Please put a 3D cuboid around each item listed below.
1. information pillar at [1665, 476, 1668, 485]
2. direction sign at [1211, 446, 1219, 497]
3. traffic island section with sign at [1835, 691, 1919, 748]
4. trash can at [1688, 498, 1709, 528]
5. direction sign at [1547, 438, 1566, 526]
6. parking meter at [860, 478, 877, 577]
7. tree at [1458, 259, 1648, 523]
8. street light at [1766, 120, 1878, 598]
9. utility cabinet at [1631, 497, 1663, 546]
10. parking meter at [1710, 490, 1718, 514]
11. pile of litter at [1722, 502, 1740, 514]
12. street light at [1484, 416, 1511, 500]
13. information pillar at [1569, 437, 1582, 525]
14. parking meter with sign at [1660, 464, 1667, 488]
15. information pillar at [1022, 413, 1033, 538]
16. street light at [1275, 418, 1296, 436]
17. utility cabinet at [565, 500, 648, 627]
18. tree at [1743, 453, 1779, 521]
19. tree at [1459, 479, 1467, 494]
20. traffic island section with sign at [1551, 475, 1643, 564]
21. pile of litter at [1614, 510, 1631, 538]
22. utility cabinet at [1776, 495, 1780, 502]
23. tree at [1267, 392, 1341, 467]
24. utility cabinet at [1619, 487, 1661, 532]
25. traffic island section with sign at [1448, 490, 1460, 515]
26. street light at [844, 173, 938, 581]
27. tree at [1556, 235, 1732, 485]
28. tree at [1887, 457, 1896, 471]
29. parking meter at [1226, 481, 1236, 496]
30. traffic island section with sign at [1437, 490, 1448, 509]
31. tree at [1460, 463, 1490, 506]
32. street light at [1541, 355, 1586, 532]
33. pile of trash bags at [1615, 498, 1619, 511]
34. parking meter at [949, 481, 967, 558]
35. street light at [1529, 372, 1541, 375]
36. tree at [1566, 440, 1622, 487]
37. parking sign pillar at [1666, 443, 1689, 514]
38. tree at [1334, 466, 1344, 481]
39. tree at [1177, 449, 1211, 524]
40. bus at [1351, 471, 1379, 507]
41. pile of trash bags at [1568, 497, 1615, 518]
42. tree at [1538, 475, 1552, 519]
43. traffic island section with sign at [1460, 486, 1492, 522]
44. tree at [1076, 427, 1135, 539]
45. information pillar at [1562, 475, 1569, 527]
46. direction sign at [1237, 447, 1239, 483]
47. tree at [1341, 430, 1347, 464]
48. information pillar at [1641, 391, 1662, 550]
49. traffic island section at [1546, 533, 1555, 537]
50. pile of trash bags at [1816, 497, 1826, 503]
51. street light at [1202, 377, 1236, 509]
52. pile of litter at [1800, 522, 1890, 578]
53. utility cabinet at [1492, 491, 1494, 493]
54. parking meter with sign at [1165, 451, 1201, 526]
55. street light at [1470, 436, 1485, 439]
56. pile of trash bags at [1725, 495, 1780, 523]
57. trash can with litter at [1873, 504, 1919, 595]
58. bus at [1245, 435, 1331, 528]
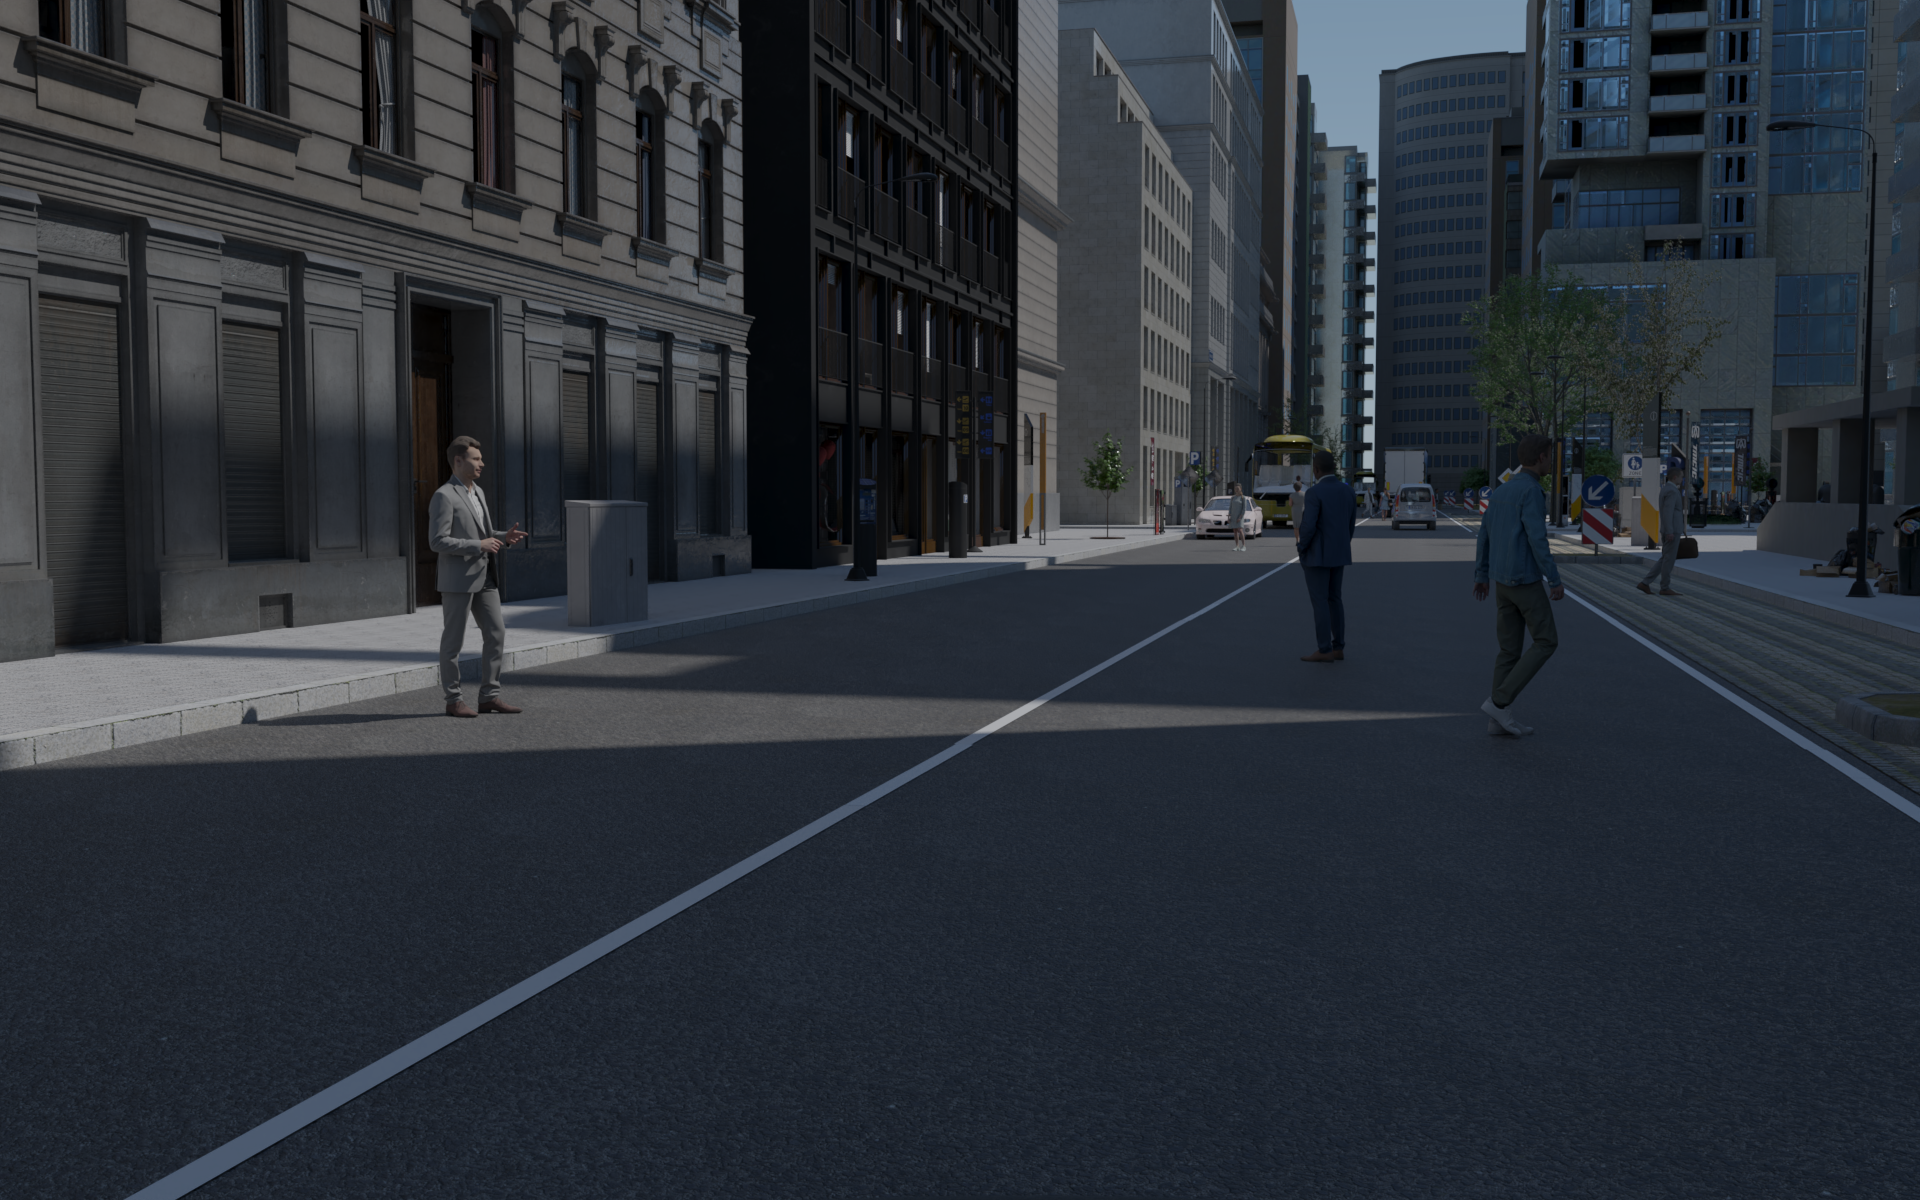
[{"bbox_3d":[28.455,-3.979,69.547,0.304,2.012,0.304,2,4,28],"label":"information pillar"},{"bbox_3d":[12.106,-5.523,82.298,0.379,3.537,0.876,2,4,30],"label":"direction sign"},{"bbox_3d":[6.346,-0.093,10.149,1.989,1.847,2.006,1,4,15],"label":"traffic island section with sign"},{"bbox_3d":[27.678,-3.259,64.932,0.748,1.137,0.748,0,3,0],"label":"trash can"},{"bbox_3d":[24.046,-4.780,70.142,0.876,3.537,0.379,2,4,34],"label":"direction sign"},{"bbox_3d":[-1.480,-1.137,27.005,0.372,1.533,0.369,0,3,0],"label":"parking meter"},{"bbox_3d":[26.656,-9.310,77.971,9.928,11.665,9.643,0,3,0],"label":"tree"},{"bbox_3d":[10.711,-2.998,21.562,1.470,5.913,1.316,1,4,15],"label":"street light"},{"bbox_3d":[17.129,-1.932,42.755,1.020,1.237,0.306,2,4,25],"label":"utility cabinet"},{"bbox_3d":[45.398,-5.863,104.265,0.372,1.533,0.369,0,3,0],"label":"parking meter"},{"bbox_3d":[40.362,-4.678,90.452,1.719,0.858,1.176,-3,5,-44],"label":"pile of litter"},{"bbox_3d":[31.838,-7.923,102.088,1.470,5.913,1.316,1,4,15],"label":"street light"},{"bbox_3d":[25.383,-4.890,71.312,0.504,3.616,0.183,-2,4,-27],"label":"information pillar"},{"bbox_3d":[41.447,-6.452,101.746,0.543,3.016,1.738,2,4,31],"label":"parking meter with sign"},{"bbox_3d":[1.973,-3.587,49.995,0.183,3.616,0.504,-1,4,-23],"label":"information pillar"},{"bbox_3d":[19.730,-8.131,105.476,1.470,5.913,1.316,1,4,15],"label":"street light"},{"bbox_3d":[-3.487,-0.369,17.191,0.306,1.237,1.020,1,4,22],"label":"utility cabinet"},{"bbox_3d":[37.381,-5.303,81.309,1.663,3.219,1.824,0,3,0],"label":"tree"},{"bbox_3d":[58.090,-12.572,200.145,1.663,3.219,1.824,0,3,0],"label":"tree"},{"bbox_3d":[13.153,-1.690,36.261,1.989,1.847,2.006,1,4,15],"label":"traffic island section with sign"},{"bbox_3d":[19.804,-2.312,51.761,1.719,0.858,1.176,-3,5,-42],"label":"pile of litter"},{"bbox_3d":[44.643,-5.117,94.819,0.306,1.237,1.020,-3,5,-39],"label":"utility cabinet"},{"bbox_3d":[24.136,-10.620,123.992,4.737,8.622,4.395,0,3,0],"label":"tree"},{"bbox_3d":[21.296,-2.790,54.292,1.173,1.500,0.318,0,4,1],"label":"utility cabinet"},{"bbox_3d":[34.120,-6.605,116.619,1.989,1.847,2.006,1,4,15],"label":"traffic island section with sign"},{"bbox_3d":[-1.005,-3.229,25.332,1.470,5.913,1.316,1,4,15],"label":"street light"},{"bbox_3d":[19.474,-6.042,49.148,4.360,8.622,3.978,0,3,0],"label":"tree"},{"bbox_3d":[26.573,-3.231,47.421,1.663,3.219,1.824,0,3,0],"label":"tree"},{"bbox_3d":[12.224,-4.423,78.030,0.399,1.863,0.255,3,5,42],"label":"parking meter"},{"bbox_3d":[46.666,-9.546,164.697,1.989,1.847,2.006,1,4,15],"label":"traffic island section with sign"},{"bbox_3d":[54.919,-12.262,184.199,4.285,4.588,4.351,0,3,0],"label":"tree"},{"bbox_3d":[20.325,-5.228,58.017,1.470,5.913,1.316,1,4,15],"label":"street light"},{"bbox_3d":[36.607,-5.428,98.493,1.912,1.369,3.447,1,4,22],"label":"pile of trash bags"},{"bbox_3d":[-0.042,-1.607,34.690,0.372,1.533,0.369,0,3,0],"label":"parking meter"},{"bbox_3d":[22.309,-5.704,65.802,1.470,5.913,1.316,1,4,15],"label":"street light"},{"bbox_3d":[38.609,-7.419,105.022,4.285,4.588,4.351,0,3,0],"label":"tree"},{"bbox_3d":[37.468,-6.238,90.456,1.447,3.967,1.447,-1,4,-13],"label":"parking sign pillar"},{"bbox_3d":[35.892,-11.372,169.653,4.285,4.588,4.351,0,3,0],"label":"tree"},{"bbox_3d":[10.093,-4.918,75.011,1.663,3.219,1.824,0,3,0],"label":"tree"},{"bbox_3d":[44.481,-12.143,190.076,2.896,3.916,12.252,1,4,14],"label":"bus"},{"bbox_3d":[33.702,-5.121,93.474,1.912,1.369,3.447,0,4,5],"label":"pile of trash bags"},{"bbox_3d":[30.129,-5.809,89.578,1.663,3.219,1.824,0,3,0],"label":"tree"},{"bbox_3d":[27.181,-4.979,90.032,1.989,1.847,2.006,1,4,15],"label":"traffic island section with sign"},{"bbox_3d":[4.326,-3.359,49.521,1.663,3.219,1.824,0,3,0],"label":"tree"},{"bbox_3d":[23.866,-3.916,68.515,0.304,2.012,0.304,-1,4,-9],"label":"information pillar"},{"bbox_3d":[13.381,-5.593,83.436,0.379,3.537,0.876,0,4,7],"label":"direction sign"},{"bbox_3d":[38.704,-14.165,181.966,4.737,8.622,4.395,0,3,0],"label":"tree"},{"bbox_3d":[15.888,-2.963,39.802,0.183,3.616,0.504,-1,4,-23],"label":"information pillar"},{"bbox_3d":[18.938,-2.215,58.503,2.009,0.180,2.903,1,4,15],"label":"traffic island section"},{"bbox_3d":[49.742,-5.295,96.319,1.912,1.369,3.447,-3,5,-45],"label":"pile of trash bags"},{"bbox_3d":[10.242,-5.886,68.774,1.470,5.913,1.316,1,4,15],"label":"street light"},{"bbox_3d":[13.764,-0.780,26.724,1.176,0.858,1.719,0,4,-6],"label":"pile of litter"},{"bbox_3d":[36.222,-6.640,117.235,0.318,1.500,1.173,0,4,0],"label":"utility cabinet"},{"bbox_3d":[9.039,-4.537,70.433,1.738,3.016,0.543,-3,5,-44],"label":"parking meter with sign"},{"bbox_3d":[41.362,-10.141,138.344,1.470,5.913,1.316,1,4,15],"label":"street light"},{"bbox_3d":[35.815,-4.133,77.324,1.912,1.369,3.447,-3,5,-40],"label":"pile of trash bags"},{"bbox_3d":[12.055,-0.656,22.109,0.624,1.170,1.055,0,4,-3],"label":"trash can with litter"},{"bbox_3d":[14.572,-5.141,75.606,2.896,3.916,12.252,1,4,16],"label":"bus"}]
